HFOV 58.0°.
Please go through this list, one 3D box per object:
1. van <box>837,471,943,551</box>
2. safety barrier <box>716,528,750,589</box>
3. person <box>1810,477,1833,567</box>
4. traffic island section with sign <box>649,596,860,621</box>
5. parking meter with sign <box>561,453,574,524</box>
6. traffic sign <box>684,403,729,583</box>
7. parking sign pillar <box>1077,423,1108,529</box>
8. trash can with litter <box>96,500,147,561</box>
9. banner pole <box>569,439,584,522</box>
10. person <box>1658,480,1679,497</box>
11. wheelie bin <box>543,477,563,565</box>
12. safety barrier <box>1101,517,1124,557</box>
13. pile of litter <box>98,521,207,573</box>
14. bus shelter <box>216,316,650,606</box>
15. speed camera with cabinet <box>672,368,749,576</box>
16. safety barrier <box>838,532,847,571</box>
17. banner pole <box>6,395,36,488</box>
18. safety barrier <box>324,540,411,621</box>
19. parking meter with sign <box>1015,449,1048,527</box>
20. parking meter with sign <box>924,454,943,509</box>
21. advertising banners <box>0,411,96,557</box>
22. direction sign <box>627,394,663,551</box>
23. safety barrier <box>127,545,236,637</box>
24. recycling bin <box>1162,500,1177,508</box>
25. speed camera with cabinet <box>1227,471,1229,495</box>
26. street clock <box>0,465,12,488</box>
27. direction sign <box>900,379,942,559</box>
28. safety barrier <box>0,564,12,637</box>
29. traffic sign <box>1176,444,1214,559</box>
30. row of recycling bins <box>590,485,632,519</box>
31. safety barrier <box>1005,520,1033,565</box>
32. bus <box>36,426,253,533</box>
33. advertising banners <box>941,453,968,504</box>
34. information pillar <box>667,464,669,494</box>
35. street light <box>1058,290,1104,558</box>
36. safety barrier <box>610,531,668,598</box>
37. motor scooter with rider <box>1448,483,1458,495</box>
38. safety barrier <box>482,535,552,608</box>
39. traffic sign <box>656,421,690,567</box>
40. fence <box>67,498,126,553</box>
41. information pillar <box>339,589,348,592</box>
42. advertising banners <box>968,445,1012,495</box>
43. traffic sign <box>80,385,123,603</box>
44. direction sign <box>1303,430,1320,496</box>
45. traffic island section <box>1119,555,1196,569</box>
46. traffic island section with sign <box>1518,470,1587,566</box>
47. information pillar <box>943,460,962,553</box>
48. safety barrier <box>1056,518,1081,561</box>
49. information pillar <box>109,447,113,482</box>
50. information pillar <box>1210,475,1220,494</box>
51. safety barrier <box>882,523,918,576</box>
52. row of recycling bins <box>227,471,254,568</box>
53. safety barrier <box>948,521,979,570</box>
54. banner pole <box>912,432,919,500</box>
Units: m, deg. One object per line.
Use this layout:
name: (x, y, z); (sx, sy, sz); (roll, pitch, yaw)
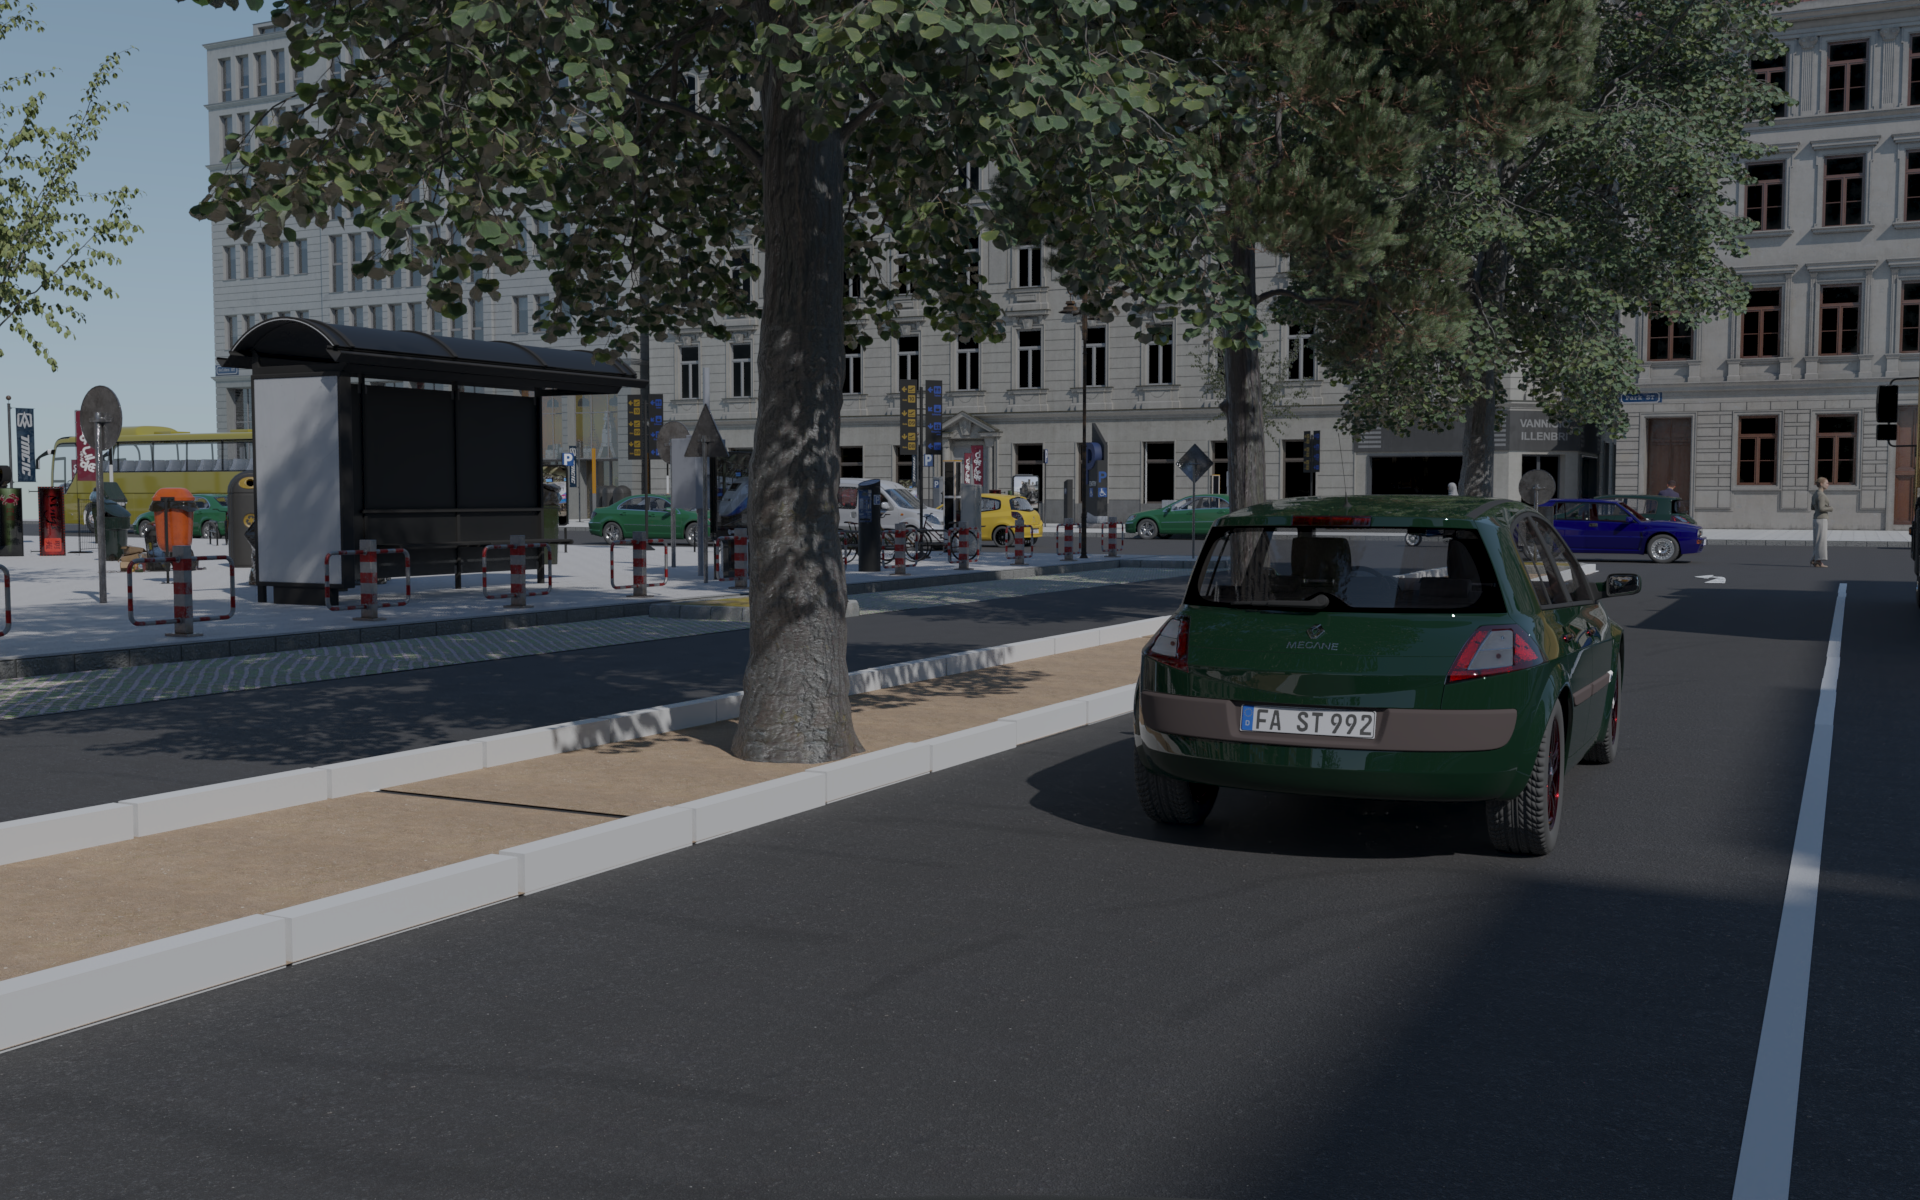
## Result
van: (-2.000, -2.302, 44.643); (4.112, 2.044, 2.013); (2, 4, 28)
safety barrier: (-2.965, -0.560, 23.432); (0.300, 0.817, 1.120); (2, 4, 27)
person: (16.880, -1.520, 33.894); (0.362, 1.759, 0.519); (1, 4, 10)
traffic island section with sign: (-2.273, -0.720, 20.406); (1.989, 1.847, 2.006); (2, 4, 27)
parking meter with sign: (-17.186, -4.754, 73.984); (0.543, 3.016, 1.738); (-3, 5, -44)
traffic sign: (-3.657, -1.521, 24.865); (0.884, 2.594, 0.081); (3, 4, 36)
parking sign pillar: (5.111, -4.679, 64.970); (1.447, 3.967, 1.447); (-1, 4, -17)
trash can with litter: (-16.008, -1.335, 33.208); (1.055, 1.170, 0.624); (1, 4, 21)
banner pole: (-17.523, -5.440, 78.964); (0.401, 3.779, 0.863); (2, 4, 32)
person: (17.522, -2.083, 43.012); (0.683, 1.767, 0.568); (2, 4, 25)
wheelie bin: (-7.626, -1.455, 31.689); (0.693, 1.594, 0.980); (-1, 4, -12)
safety barrier: (3.097, -1.277, 35.150); (0.300, 0.817, 1.120); (2, 4, 27)
pile of litter: (-13.478, -0.911, 28.860); (1.719, 0.858, 1.176); (-2, 4, -27)
bus shelter: (-6.498, -1.732, 22.243); (2.014, 3.302, 5.546); (2, 4, 27)
speed camera with cabinet: (-3.709, -2.049, 27.843); (0.660, 3.252, 2.038); (3, 4, 37)
safety barrier: (-1.955, -0.680, 25.390); (0.300, 0.817, 1.120); (2, 4, 27)
banner pole: (-23.986, -3.314, 44.199); (0.401, 3.779, 0.863); (2, 4, 35)
safety barrier: (-5.999, -0.202, 17.573); (0.300, 0.817, 1.120); (2, 4, 27)
parking meter with sign: (2.512, -4.361, 67.556); (1.738, 3.016, 0.543); (1, 4, 13)
parking meter with sign: (-0.762, -4.832, 75.269); (0.543, 3.016, 1.738); (3, 5, 44)
advertising banners: (-18.823, -2.422, 35.784); (2.074, 3.025, 0.090); (-2, 4, -26)
direction sign: (-7.138, -2.898, 39.375); (0.876, 3.537, 0.379); (1, 4, 16)
safety barrier: (-7.007, -0.082, 15.616); (0.300, 0.817, 1.120); (2, 4, 27)
recycling bin: (8.700, -3.542, 70.458); (0.722, 1.027, 0.722); (3, 5, 44)
speed camera with cabinet: (11.002, -4.507, 68.033); (0.660, 3.252, 2.038); (0, 4, -5)
street clock: (-23.954, -2.374, 43.377); (0.471, 2.002, 0.358); (2, 4, 34)
direction sign: (-0.768, -2.593, 34.398); (0.876, 3.537, 0.379); (-1, 4, -19)
safety barrier: (-8.018, 0.038, 13.657); (0.300, 0.817, 1.120); (2, 4, 27)
traffic sign: (4.651, -1.883, 34.432); (0.795, 2.450, 0.064); (2, 4, 27)
row of recycling bins: (-16.523, -4.564, 81.736); (1.069, 1.692, 3.534); (-2, 4, -34)
safety barrier: (1.074, -1.038, 31.245); (0.300, 0.817, 1.120); (2, 4, 27)
bus: (-28.047, -4.335, 62.424); (12.252, 3.916, 2.896); (2, 4, 27)
advertising banners: (-0.131, -4.694, 72.926); (0.090, 3.025, 2.074); (3, 4, 38)
information pillar: (-13.261, -5.337, 78.612); (0.183, 3.616, 0.504); (0, 4, -7)
street light: (2.475, -3.771, 34.443); (0.468, 5.910, 1.993); (2, 4, 27)
safety barrier: (-3.972, -0.441, 21.480); (0.300, 0.817, 1.120); (2, 4, 27)
motor scooter with rider: (13.044, -2.317, 46.840); (1.986, 1.779, 0.876); (2, 4, 27)
safety barrier: (-4.983, -0.321, 19.527); (0.300, 0.817, 1.120); (2, 4, 27)
traffic sign: (-5.011, -1.843, 30.232); (0.768, 2.556, 0.104); (2, 4, 29)
fence: (-19.080, -1.673, 38.565); (0.480, 1.192, 2.264); (0, 4, 0)
information pillar: (-8.285, -1.120, 22.800); (0.304, 2.012, 0.304); (3, 4, 39)
advertising banners: (1.268, -3.990, 61.420); (2.074, 3.025, 0.090); (2, 4, 31)
traffic sign: (-10.082, -1.235, 20.305); (0.768, 2.556, 0.104); (2, 4, 29)
direction sign: (12.565, -4.277, 61.925); (0.379, 3.537, 0.876); (-2, 4, -28)
traffic island section: (4.626, -0.748, 34.505); (2.009, 0.180, 2.903); (2, 4, 27)
traffic island section with sign: (10.459, -1.445, 31.770); (2.006, 1.907, 1.989); (2, 4, 27)
information pillar: (-0.166, -2.039, 37.837); (0.304, 2.012, 0.304); (2, 4, 28)
safety barrier: (2.085, -1.157, 33.196); (0.300, 0.817, 1.120); (2, 4, 27)
information pillar: (-24.171, -3.546, 49.336); (0.183, 3.616, 0.504); (-2, 4, -25)
information pillar: (9.726, -3.774, 66.191); (0.304, 2.012, 0.304); (-1, 4, -11)
safety barrier: (-0.944, -0.799, 27.341); (0.300, 0.817, 1.120); (2, 4, 27)
row of recycling bins: (-11.122, -1.415, 30.252); (3.534, 1.692, 1.069); (1, 4, 10)
safety barrier: (0.064, -0.919, 29.293); (0.300, 0.817, 1.120); (2, 4, 27)
banner pole: (-1.799, -4.899, 70.115); (0.401, 3.779, 0.863); (1, 4, 20)
